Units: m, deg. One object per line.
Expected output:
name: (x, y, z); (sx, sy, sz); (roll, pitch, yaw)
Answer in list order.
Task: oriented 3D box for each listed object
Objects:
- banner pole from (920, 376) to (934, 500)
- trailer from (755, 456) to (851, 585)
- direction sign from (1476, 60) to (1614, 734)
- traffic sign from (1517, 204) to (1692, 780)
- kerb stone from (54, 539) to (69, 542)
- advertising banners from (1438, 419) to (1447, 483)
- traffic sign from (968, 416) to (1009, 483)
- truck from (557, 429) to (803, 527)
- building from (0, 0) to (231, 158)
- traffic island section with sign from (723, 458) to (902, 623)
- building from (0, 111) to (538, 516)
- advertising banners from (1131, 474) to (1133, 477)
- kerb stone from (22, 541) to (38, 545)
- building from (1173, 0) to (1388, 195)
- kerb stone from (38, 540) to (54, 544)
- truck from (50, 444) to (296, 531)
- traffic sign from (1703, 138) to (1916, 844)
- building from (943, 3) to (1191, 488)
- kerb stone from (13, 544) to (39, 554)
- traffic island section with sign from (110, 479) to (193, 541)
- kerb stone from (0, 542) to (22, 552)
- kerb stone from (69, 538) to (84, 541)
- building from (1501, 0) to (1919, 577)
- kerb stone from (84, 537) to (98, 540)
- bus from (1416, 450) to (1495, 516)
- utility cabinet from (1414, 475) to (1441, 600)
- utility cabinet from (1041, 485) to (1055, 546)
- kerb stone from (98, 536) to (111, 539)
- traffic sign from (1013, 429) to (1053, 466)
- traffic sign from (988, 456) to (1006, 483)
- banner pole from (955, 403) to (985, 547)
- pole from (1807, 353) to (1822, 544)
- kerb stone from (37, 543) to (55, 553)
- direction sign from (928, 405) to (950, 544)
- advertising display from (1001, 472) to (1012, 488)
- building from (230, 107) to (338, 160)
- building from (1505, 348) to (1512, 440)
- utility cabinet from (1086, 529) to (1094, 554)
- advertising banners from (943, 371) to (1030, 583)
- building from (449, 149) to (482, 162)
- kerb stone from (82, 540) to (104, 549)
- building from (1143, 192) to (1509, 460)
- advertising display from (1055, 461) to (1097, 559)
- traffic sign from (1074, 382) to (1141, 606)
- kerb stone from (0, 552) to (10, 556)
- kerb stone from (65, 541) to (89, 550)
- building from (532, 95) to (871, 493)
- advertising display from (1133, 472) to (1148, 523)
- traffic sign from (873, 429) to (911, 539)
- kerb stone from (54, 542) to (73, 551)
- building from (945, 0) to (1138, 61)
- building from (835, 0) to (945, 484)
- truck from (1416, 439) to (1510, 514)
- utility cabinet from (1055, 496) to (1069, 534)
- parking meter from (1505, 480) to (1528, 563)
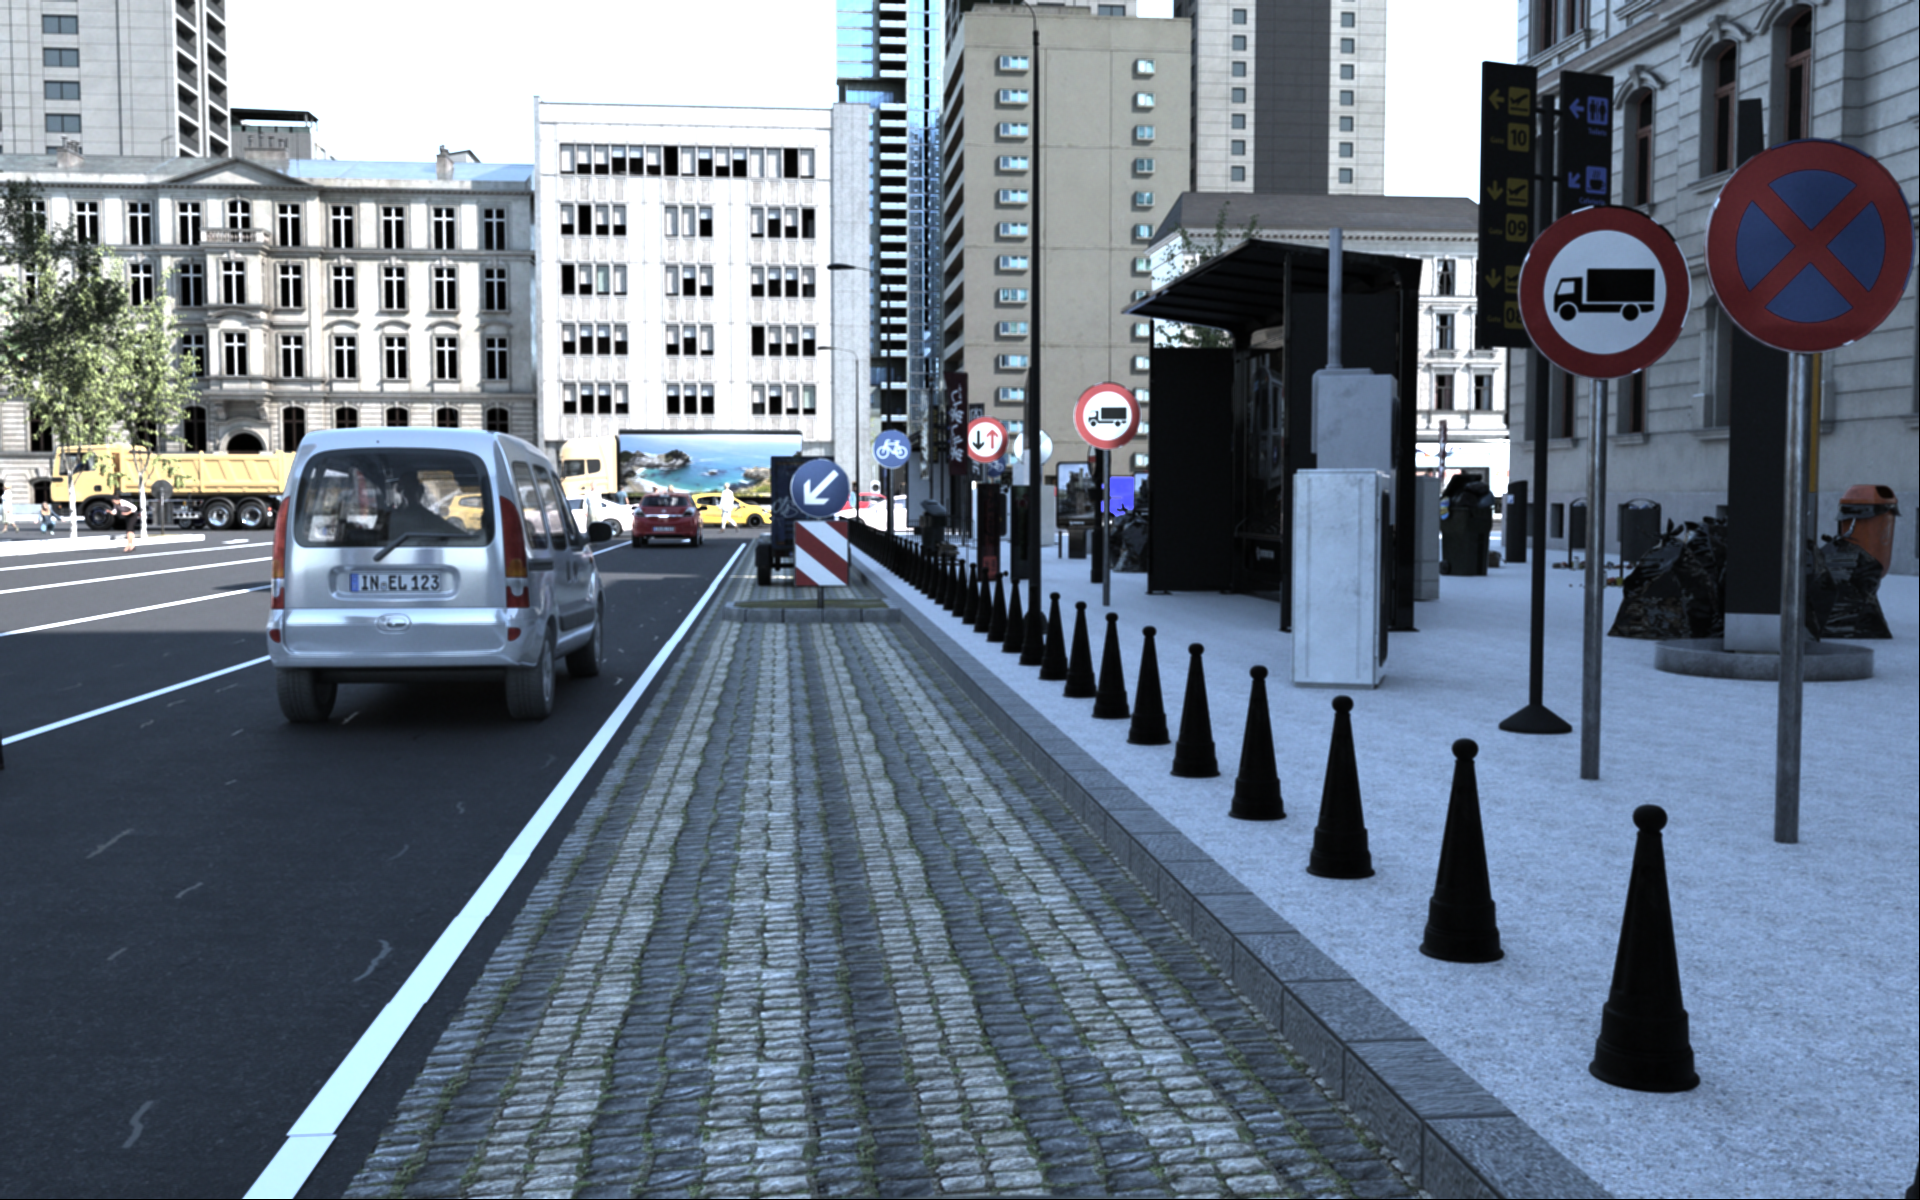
banner pole: (-0.688, -2.846, 36.551); (0.401, 3.779, 0.863); (1, 4, 21)
trailer: (-2.547, -1.287, 28.083); (1.471, 1.999, 3.904); (0, 4, -5)
direction sign: (3.133, -1.060, 9.324); (0.876, 3.537, 0.379); (-2, 4, -24)
traffic sign: (2.841, -0.467, 7.734); (0.768, 2.556, 0.104); (0, 4, 0)
kerb stone: (-25.346, -1.614, 48.618); (0.120, 0.150, 1.000); (0, 4, -6)
advertising banners: (11.339, -2.780, 41.646); (0.090, 3.025, 2.074); (0, 4, -2)
traffic sign: (0.412, -1.728, 28.366); (0.768, 2.556, 0.104); (0, 4, -2)
truck: (-12.620, -5.346, 76.319); (11.283, 4.237, 2.839); (0, 4, -7)
building: (-75.004, -43.833, 154.921); (20.563, 71.187, 20.611); (0, 4, -6)
traffic island section with sign: (-1.736, -0.699, 20.051); (1.989, 1.847, 2.006); (0, 4, -6)
building: (-43.333, -17.703, 108.532); (34.723, 24.649, 14.460); (0, 4, -6)
advertising banners: (14.819, -9.603, 153.202); (0.090, 3.025, 2.074); (-2, 4, -30)
kerb stone: (-25.135, -1.490, 46.564); (0.120, 0.150, 1.000); (0, 4, -6)
building: (34.022, -46.166, 193.068); (20.611, 71.187, 20.563); (0, 4, -6)
kerb stone: (-25.238, -1.553, 47.587); (0.120, 0.150, 1.000); (0, 4, -6)
truck: (-31.541, -4.455, 68.771); (9.791, 3.379, 3.469); (0, 4, -6)
traffic sign: (3.050, -0.380, 6.315); (0.768, 2.556, 0.104); (0, 4, -2)
building: (9.917, -33.412, 169.988); (21.300, 48.544, 21.600); (0, 4, -6)
kerb stone: (-22.506, -1.186, 41.667); (0.120, 0.150, 1.000); (0, 4, -6)
traffic island section with sign: (-24.776, -2.764, 53.329); (2.006, 1.907, 1.989); (0, 4, -6)
kerb stone: (-25.025, -1.428, 45.540); (0.120, 0.150, 1.000); (0, 4, -6)
kerb stone: (-25.449, -1.676, 49.640); (0.120, 0.150, 1.000); (0, 4, -6)
building: (20.631, -14.920, 31.328); (14.401, 28.519, 23.554); (0, 4, -6)
kerb stone: (-25.552, -1.741, 50.664); (0.120, 0.150, 1.000); (0, 4, -6)
bus: (15.727, -4.788, 73.148); (13.247, 3.499, 2.948); (0, 4, -7)
utility cabinet: (5.360, -0.766, 21.207); (0.318, 1.500, 1.173); (-2, 4, -28)
utility cabinet: (1.991, -2.067, 42.479); (0.318, 1.500, 1.173); (1, 4, 21)
kerb stone: (-25.664, -1.804, 51.697); (0.120, 0.150, 1.000); (0, 4, -6)
traffic sign: (1.403, -2.030, 33.289); (0.768, 2.556, 0.104); (0, 4, 1)
traffic sign: (1.035, -3.254, 53.315); (0.768, 2.556, 0.104); (0, 4, 3)
banner pole: (0.269, -3.192, 42.198); (0.863, 3.779, 0.401); (3, 4, 37)
pole: (12.253, -1.900, 24.915); (0.158, 3.312, 0.155); (0, 3, 0)
kerb stone: (-22.631, -1.253, 42.687); (0.120, 0.150, 1.000); (0, 4, -6)
direction sign: (-0.456, -3.191, 44.173); (0.876, 3.537, 0.379); (0, 4, -5)
advertising display: (1.651, -2.716, 49.617); (0.974, 1.923, 0.123); (1, 4, 19)
building: (-74.602, -30.741, 186.203); (14.086, 41.232, 14.154); (0, 4, -6)
building: (43.342, -15.958, 115.670); (16.860, 20.320, 10.420); (0, 4, -6)
utility cabinet: (2.774, -1.606, 37.413); (0.306, 1.237, 1.020); (1, 4, 11)
advertising banners: (0.442, -1.786, 25.389); (0.090, 3.025, 2.074); (3, 5, 41)
building: (-66.332, -41.831, 273.171); (27.495, 52.752, 28.713); (0, 4, -6)
kerb stone: (-22.939, -1.441, 45.759); (0.120, 0.150, 1.000); (0, 4, -6)
building: (14.656, -15.992, 112.383); (40.483, 20.767, 10.553); (0, 4, -6)
advertising display: (2.332, -1.783, 34.369); (0.974, 1.923, 0.123); (3, 5, 39)
traffic sign: (1.682, -1.206, 19.828); (0.768, 2.556, 0.104); (0, 4, 1)
kerb stone: (-22.410, -1.128, 40.643); (0.120, 0.150, 1.000); (0, 4, -6)
kerb stone: (-22.836, -1.379, 44.737); (0.120, 0.150, 1.000); (0, 4, -6)
building: (-15.950, -17.856, 109.965); (19.932, 24.808, 12.078); (0, 4, -6)
advertising display: (5.404, -2.753, 50.230); (0.123, 1.923, 0.974); (-3, 5, -39)
traffic sign: (-1.338, -2.088, 34.241); (0.768, 2.556, 0.104); (0, 4, 2)
kerb stone: (-22.729, -1.312, 43.714); (0.120, 0.150, 1.000); (0, 4, -6)
building: (7.272, -45.991, 190.202); (20.563, 71.187, 20.611); (0, 4, -6)
building: (-7.985, -58.823, 274.424); (31.000, 86.520, 22.319); (0, 4, -6)
truck: (27.260, -6.191, 90.133); (11.283, 4.237, 2.839); (0, 4, -6)
utility cabinet: (3.390, -2.756, 56.229); (0.306, 1.237, 1.020); (-2, 4, -27)
parking meter: (10.443, -1.473, 32.496); (0.372, 1.533, 0.369); (0, 3, 0)
